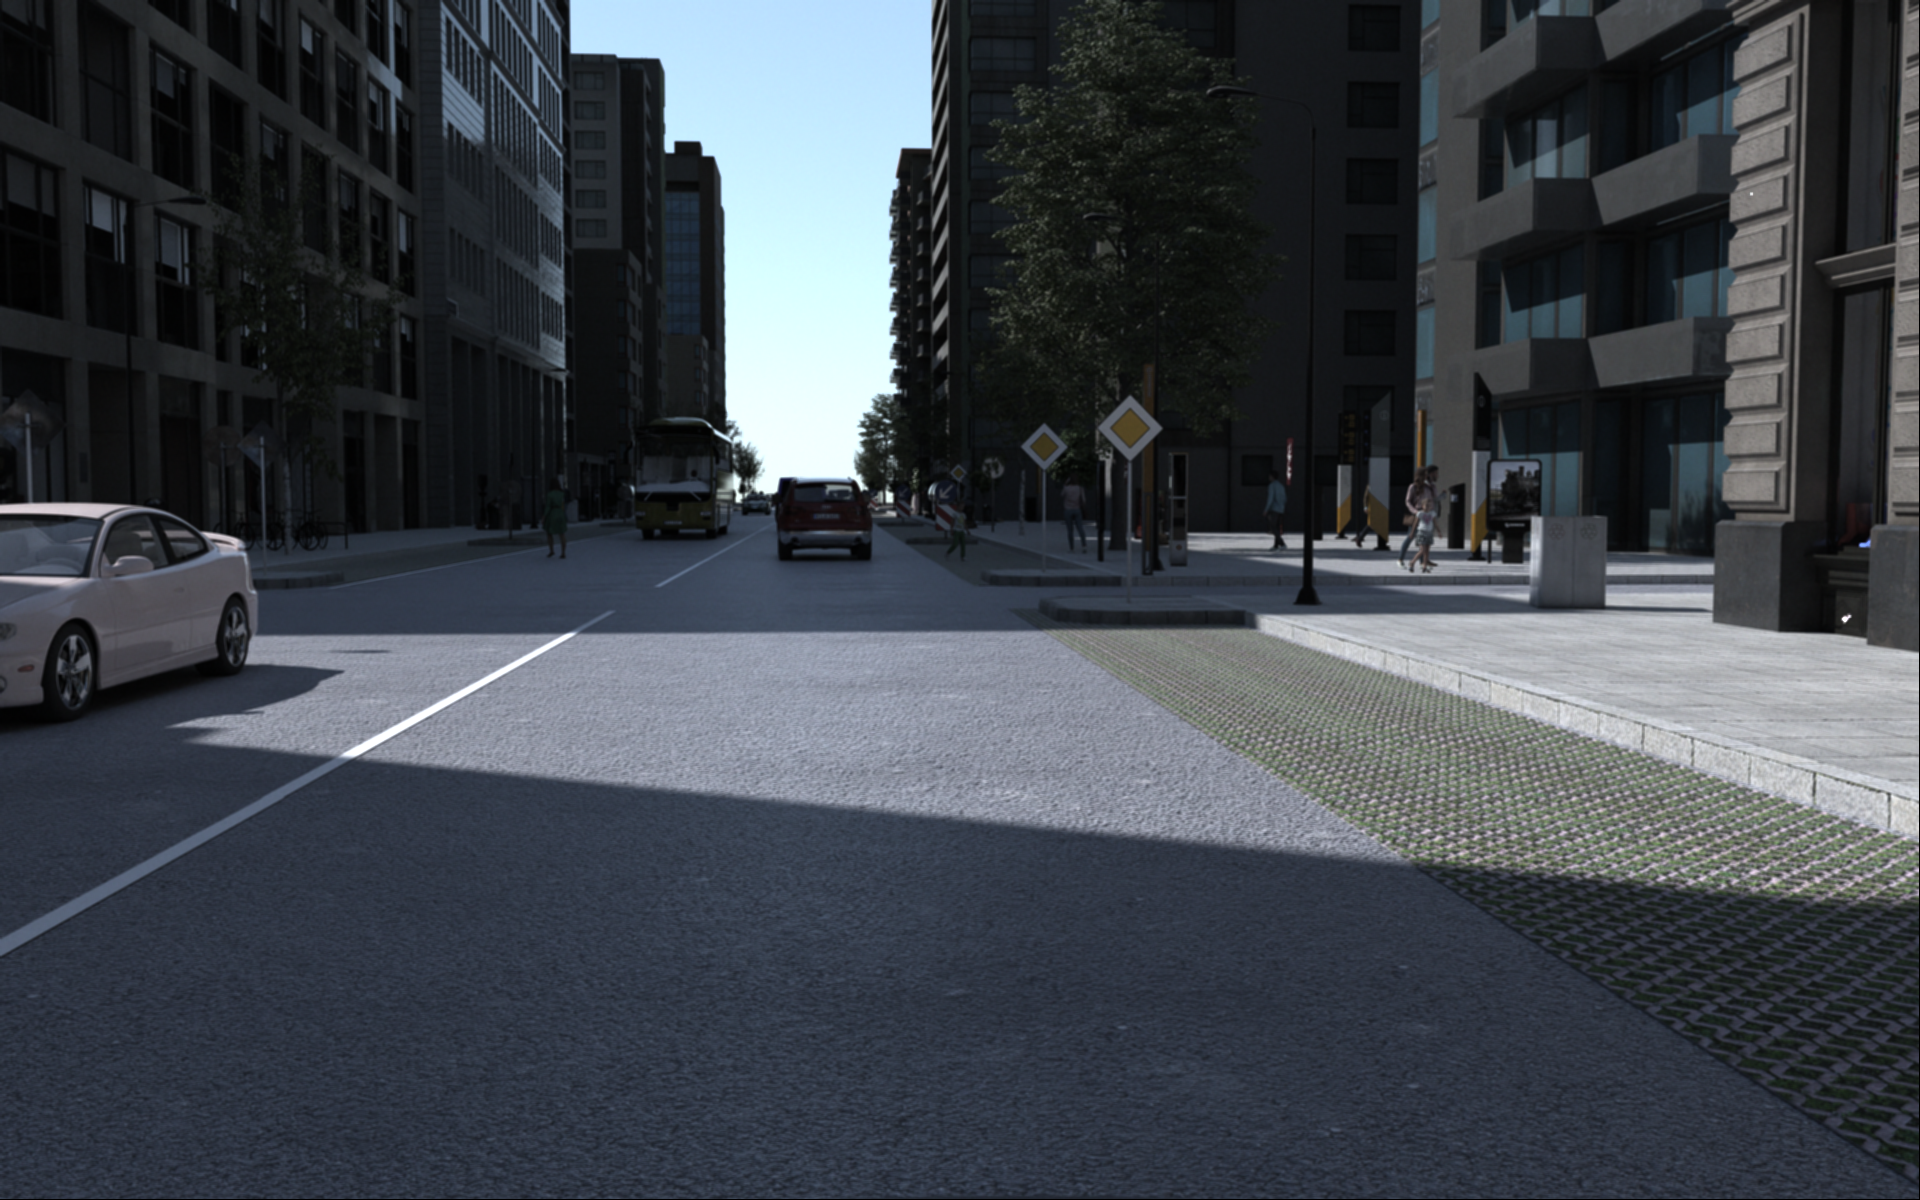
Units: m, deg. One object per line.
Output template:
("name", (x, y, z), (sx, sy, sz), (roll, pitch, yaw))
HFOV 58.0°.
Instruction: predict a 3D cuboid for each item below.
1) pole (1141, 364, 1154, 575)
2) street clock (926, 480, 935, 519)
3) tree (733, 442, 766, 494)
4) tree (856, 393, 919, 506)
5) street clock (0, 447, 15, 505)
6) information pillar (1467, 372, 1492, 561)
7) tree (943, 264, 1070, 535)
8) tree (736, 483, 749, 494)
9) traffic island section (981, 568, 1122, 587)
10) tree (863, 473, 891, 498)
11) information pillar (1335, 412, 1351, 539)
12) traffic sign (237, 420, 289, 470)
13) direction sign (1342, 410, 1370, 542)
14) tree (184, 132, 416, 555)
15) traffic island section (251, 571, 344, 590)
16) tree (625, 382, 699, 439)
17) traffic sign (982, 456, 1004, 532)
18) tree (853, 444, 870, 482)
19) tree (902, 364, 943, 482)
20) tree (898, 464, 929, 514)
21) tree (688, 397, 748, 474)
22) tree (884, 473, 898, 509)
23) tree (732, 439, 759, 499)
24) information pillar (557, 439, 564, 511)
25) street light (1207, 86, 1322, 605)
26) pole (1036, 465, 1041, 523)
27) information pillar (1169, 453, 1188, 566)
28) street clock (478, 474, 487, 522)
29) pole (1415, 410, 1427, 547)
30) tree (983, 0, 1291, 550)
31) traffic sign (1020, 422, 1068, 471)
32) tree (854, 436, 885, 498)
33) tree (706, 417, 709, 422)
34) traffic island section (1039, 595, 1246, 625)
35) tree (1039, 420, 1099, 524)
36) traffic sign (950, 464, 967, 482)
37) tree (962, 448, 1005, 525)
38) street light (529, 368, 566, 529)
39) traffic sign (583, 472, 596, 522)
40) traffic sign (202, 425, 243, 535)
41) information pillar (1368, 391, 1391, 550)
("pole", (2.958, -2.045, 27.284), (0.158, 3.312, 0.155), (0, 3, 0))
("street clock", (-1.501, -5.235, 90.170), (0.471, 2.002, 0.358), (-2, 4, -24))
("tree", (-30.494, -18.480, 252.507), (4.360, 8.622, 3.978), (0, 3, 0))
("tree", (-8.168, -16.881, 194.131), (7.486, 12.596, 7.792), (0, 3, 0))
("street clock", (-14.805, -1.352, 26.675), (0.471, 2.002, 0.358), (1, 4, 12))
("information pillar", (10.036, -2.569, 33.365), (0.504, 3.616, 0.183), (-3, 5, -39))
("tree", (1.861, -6.329, 53.844), (4.737, 8.622, 4.395), (0, 3, 0))
("tree", (-29.835, -14.794, 236.479), (1.663, 3.219, 1.824), (0, 3, 0))
("traffic island section", (1.412, -0.366, 28.263), (2.009, 0.180, 2.903), (0, 4, -4))
("tree", (-10.099, -14.055, 213.518), (4.285, 4.588, 4.351), (0, 3, 0))
("information pillar", (10.990, -3.558, 49.529), (0.504, 3.616, 0.183), (-3, 4, -36))
("traffic sign", (-10.970, -1.533, 27.255), (0.795, 2.593, 0.064), (0, 4, -4))
("direction sign", (10.786, -3.355, 46.851), (0.876, 3.537, 0.379), (0, 4, 5))
("tree", (-13.891, -5.250, 36.198), (4.737, 8.622, 4.395), (0, 3, 0))
("traffic island section", (-10.993, -0.308, 27.320), (2.009, 0.180, 2.903), (0, 4, -4))
("tree", (-20.039, -9.985, 113.621), (4.360, 8.622, 3.978), (0, 3, 0))
("traffic sign", (1.106, -3.554, 58.219), (0.768, 2.556, 0.104), (0, 4, -4))
("tree", (-12.294, -17.242, 232.266), (4.360, 8.622, 3.978), (0, 3, 0))
("tree", (-1.117, -9.095, 99.065), (4.737, 8.622, 4.395), (0, 3, 0))
("tree", (-2.681, -7.060, 110.039), (1.663, 3.219, 1.824), (0, 3, 0))
("tree", (-23.751, -14.126, 165.378), (7.601, 10.594, 8.767), (0, 4, -4))
("tree", (-5.778, -9.670, 152.705), (1.663, 3.219, 1.824), (0, 3, 0))
("tree", (-28.388, -16.962, 227.687), (4.737, 8.622, 4.395), (0, 3, 0))
("information pillar", (-17.044, -5.052, 73.953), (0.183, 3.616, 0.504), (0, 4, 7))
("street light", (3.510, -2.900, 19.960), (1.470, 5.913, 1.316), (0, 4, -4))
("pole", (3.547, -5.146, 77.983), (0.158, 3.312, 0.155), (0, 3, 0))
("information pillar", (3.888, -1.612, 30.845), (0.304, 2.012, 0.304), (0, 4, 0))
("street clock", (-17.558, -3.619, 63.742), (0.358, 2.002, 0.471), (-2, 4, -32))
("pole", (11.237, -2.958, 42.208), (0.158, 3.312, 0.155), (0, 3, 0))
("tree", (3.987, -7.425, 39.525), (7.486, 12.596, 7.792), (0, 3, 0))
("traffic sign", (1.390, -1.590, 28.179), (0.795, 2.593, 0.064), (0, 4, -4))
("tree", (-11.354, -16.343, 217.574), (4.737, 8.622, 4.395), (0, 3, 0))
("tree", (-20.674, -10.929, 129.052), (4.360, 8.622, 3.978), (0, 3, 0))
("traffic island section", (2.023, 0.121, 20.301), (2.009, 0.180, 2.903), (0, 4, -4))
("tree", (5.153, -5.561, 74.628), (4.285, 4.588, 4.351), (0, 3, 0))
("traffic sign", (-0.043, -4.614, 75.174), (0.795, 2.593, 0.064), (0, 4, -4))
("tree", (1.132, -4.768, 72.557), (1.663, 3.219, 1.824), (0, 3, 0))
("street light", (-15.238, -5.596, 64.028), (1.470, 5.913, 1.316), (0, 4, -4))
("traffic sign", (-16.852, -4.693, 78.855), (0.606, 2.300, 0.079), (0, 4, -3))
("traffic sign", (-13.678, -1.960, 32.149), (0.768, 2.556, 0.104), (0, 4, -1))
("information pillar", (9.547, -2.938, 39.394), (0.504, 3.616, 0.183), (-1, 4, -11))
